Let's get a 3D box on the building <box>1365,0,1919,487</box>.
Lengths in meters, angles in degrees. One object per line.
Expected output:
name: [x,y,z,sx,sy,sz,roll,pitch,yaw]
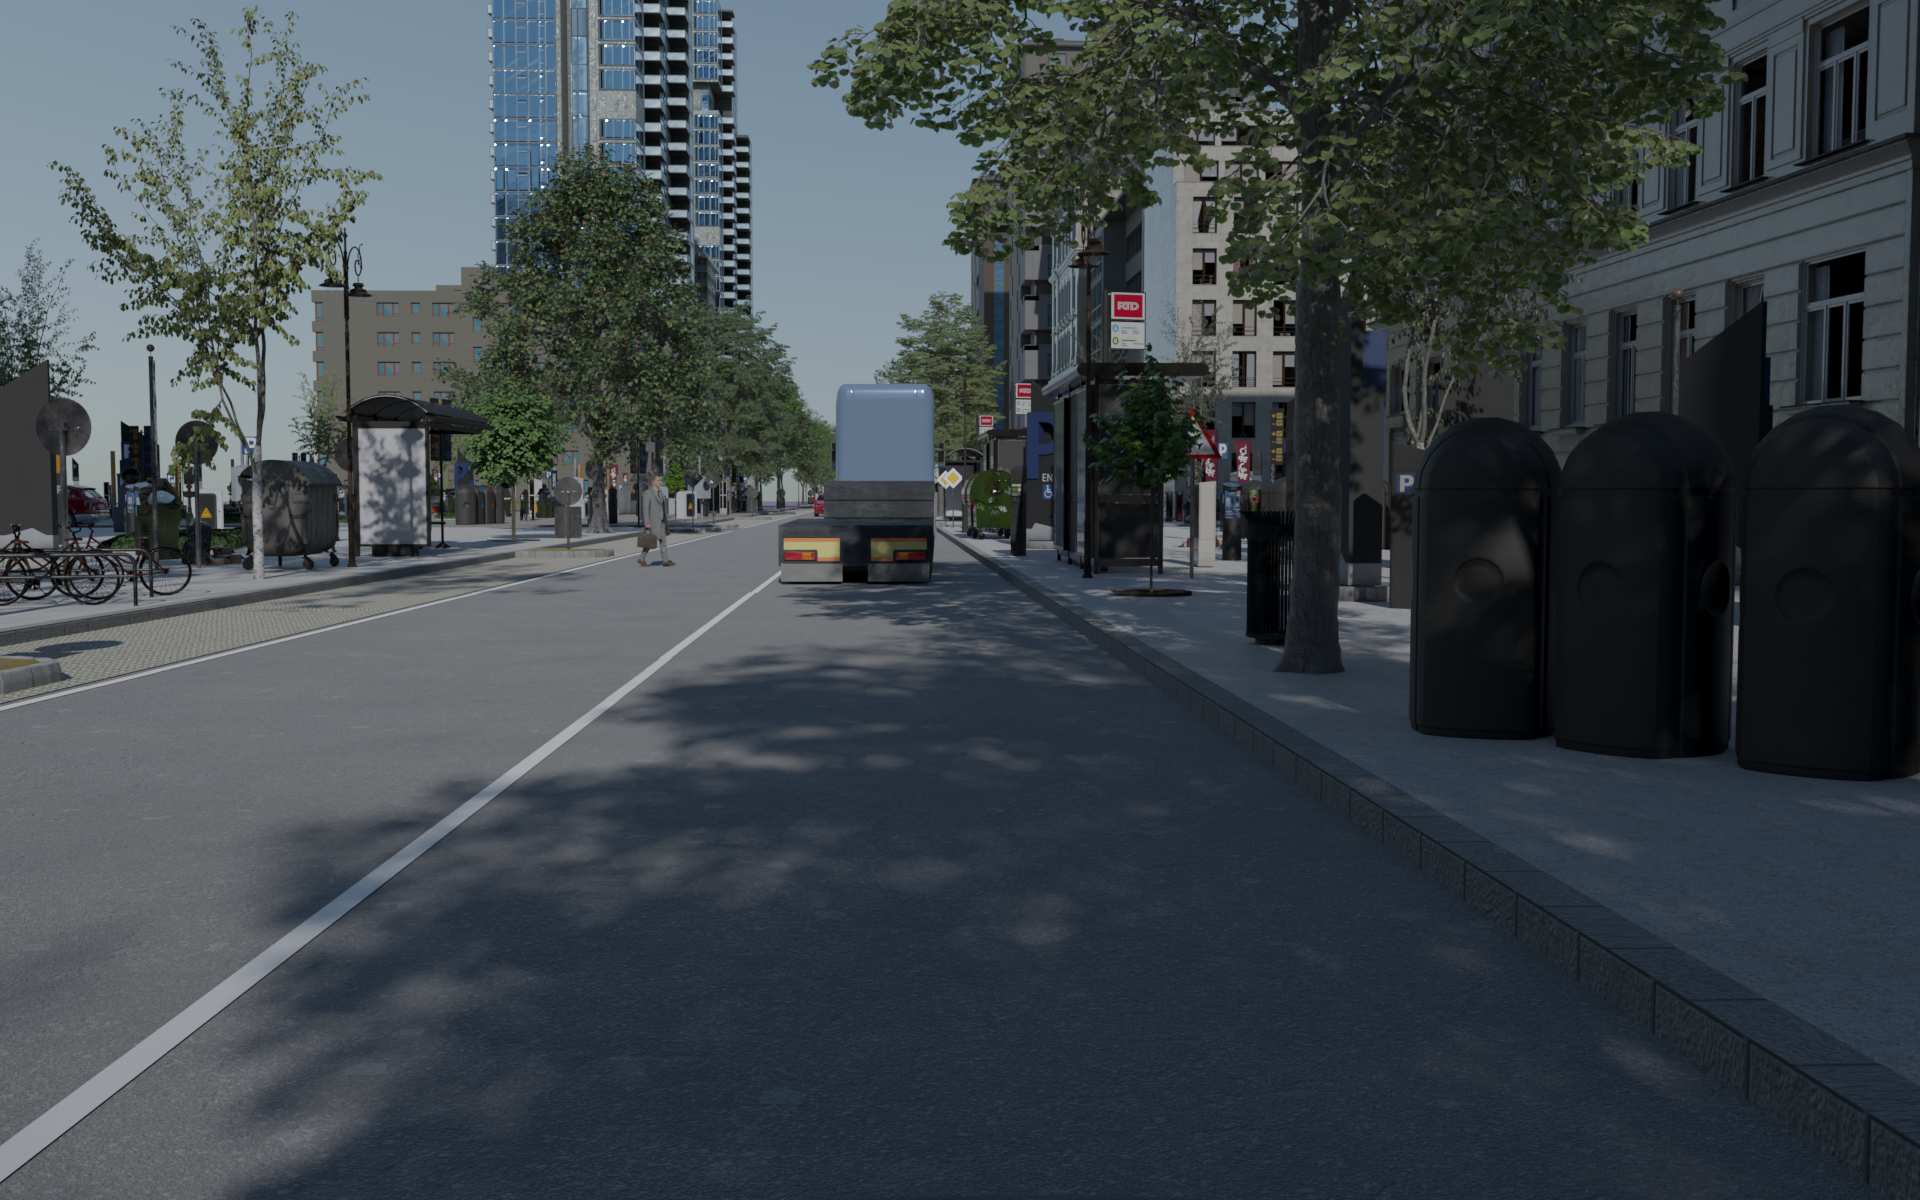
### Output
building: [21.020,-12.666,40.367,16.112,22.955,30.059,0,4,-3]

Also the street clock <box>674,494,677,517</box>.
street clock: [-16.185,-5.768,98.877,0.471,2.002,0.358,0,4,1]

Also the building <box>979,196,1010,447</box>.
building: [10.078,-37.261,259.328,14.600,45.320,14.200,0,4,-3]

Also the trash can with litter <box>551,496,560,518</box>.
trash can with litter: [-22.157,-5.102,94.802,0.624,1.170,1.055,0,4,-5]

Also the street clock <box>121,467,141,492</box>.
street clock: [-22.538,-2.604,47.139,0.471,2.002,0.358,-1,4,-19]

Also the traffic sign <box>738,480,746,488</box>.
traffic sign: [-18.499,-8.943,146.318,0.768,2.556,0.104,0,4,2]

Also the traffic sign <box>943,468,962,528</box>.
traffic sign: [-0.261,-3.805,65.855,0.795,2.450,0.064,0,4,-3]

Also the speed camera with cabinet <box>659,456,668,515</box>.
speed camera with cabinet: [-15.910,-5.905,90.886,0.660,3.252,2.038,-2,4,-28]

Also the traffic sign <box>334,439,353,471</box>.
traffic sign: [-13.767,-2.387,39.141,0.768,2.556,0.104,0,4,6]

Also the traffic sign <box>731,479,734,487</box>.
traffic sign: [-18.238,-8.355,136.703,0.768,2.556,0.104,0,4,1]

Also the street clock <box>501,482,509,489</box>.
street clock: [-27.474,-6.121,104.641,0.471,2.002,0.358,0,4,1]

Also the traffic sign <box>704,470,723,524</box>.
traffic sign: [-10.448,-4.268,73.421,0.795,2.450,0.064,0,4,-3]

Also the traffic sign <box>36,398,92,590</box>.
traffic sign: [-11.905,-1.401,23.012,0.768,2.556,0.104,0,4,5]

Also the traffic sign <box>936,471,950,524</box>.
traffic sign: [-0.612,-4.293,73.832,0.795,2.450,0.064,0,4,-3]

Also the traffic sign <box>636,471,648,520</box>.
traffic sign: [-15.576,-5.157,84.419,0.768,2.556,0.104,0,4,3]

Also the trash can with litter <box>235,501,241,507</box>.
trash can with litter: [-49.765,-6.659,119.924,2.233,1.210,1.678,1,4,14]

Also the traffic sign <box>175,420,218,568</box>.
traffic sign: [-13.176,-1.823,29.908,0.768,2.556,0.104,0,4,3]

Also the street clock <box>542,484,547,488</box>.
street clock: [-29.260,-7.162,121.663,0.358,2.002,0.471,2,4,25]

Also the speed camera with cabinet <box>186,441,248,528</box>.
speed camera with cabinet: [-23.684,-3.746,55.576,2.038,3.252,0.660,-3,4,-36]

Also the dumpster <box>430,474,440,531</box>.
dumpster: [-13.826,-2.460,42.713,1.502,2.255,1.985,0,4,-2]

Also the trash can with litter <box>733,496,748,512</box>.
trash can with litter: [-15.862,-6.998,125.802,1.055,1.170,0.624,2,4,30]

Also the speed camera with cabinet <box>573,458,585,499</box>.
speed camera with cabinet: [-20.947,-6.161,95.068,0.660,3.252,2.038,-1,4,-10]

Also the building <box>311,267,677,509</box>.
building: [-41.674,-19.379,161.882,27.650,21.520,28.899,0,4,-3]

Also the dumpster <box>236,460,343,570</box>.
dumpster: [-11.549,-1.475,29.880,1.264,1.857,1.865,0,4,-3]

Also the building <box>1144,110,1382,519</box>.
building: [18.702,-14.391,90.042,16.860,20.320,10.420,0,4,-3]

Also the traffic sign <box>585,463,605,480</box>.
traffic sign: [-13.617,-3.947,64.634,0.768,2.556,0.104,0,4,5]

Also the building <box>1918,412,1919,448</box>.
building: [37.705,-16.713,91.279,19.932,24.808,12.078,0,4,-3]

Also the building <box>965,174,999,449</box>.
building: [15.805,-42.260,280.181,28.713,52.752,27.495,0,4,-3]

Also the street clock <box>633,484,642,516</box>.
street clock: [-18.687,-5.868,100.506,0.358,2.002,0.471,3,4,36]

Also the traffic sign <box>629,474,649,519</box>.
traffic sign: [-14.202,-4.686,76.627,0.884,2.594,0.081,0,4,5]

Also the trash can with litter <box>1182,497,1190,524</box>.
trash can with litter: [10.034,-3.844,74.236,1.055,1.170,0.624,2,4,32]

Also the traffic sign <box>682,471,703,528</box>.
traffic sign: [-10.096,-3.780,65.444,0.795,2.450,0.064,0,4,-3]

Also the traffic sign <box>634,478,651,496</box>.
traffic sign: [-16.050,-5.355,87.561,0.884,2.594,0.081,0,4,6]

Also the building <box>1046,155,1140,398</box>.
building: [14.505,-21.631,139.576,13.634,28.700,20.117,0,4,-3]

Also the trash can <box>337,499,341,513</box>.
trash can: [-48.136,-7.403,132.687,0.748,1.137,0.748,0,3,0]

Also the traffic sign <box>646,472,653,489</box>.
traffic sign: [-15.950,-5.360,88.820,0.795,2.450,0.064,0,3,0]

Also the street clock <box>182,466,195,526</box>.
street clock: [-20.133,-2.489,45.260,0.358,2.002,0.471,-1,4,-19]

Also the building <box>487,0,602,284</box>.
building: [-39.818,-53.659,190.003,22.319,86.520,31.000,0,4,-3]

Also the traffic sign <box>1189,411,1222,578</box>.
traffic sign: [3.528,-1.609,26.316,0.884,2.594,0.081,0,4,5]

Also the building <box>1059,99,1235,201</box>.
building: [22.776,-29.538,174.833,32.217,40.220,23.993,0,4,-3]

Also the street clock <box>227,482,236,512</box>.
street clock: [-41.449,-5.763,98.792,0.358,2.002,0.471,0,4,-7]

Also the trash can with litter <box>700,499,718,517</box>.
trash can with litter: [-14.285,-5.329,98.517,1.055,1.170,0.624,0,4,-5]

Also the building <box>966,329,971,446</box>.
building: [7.957,-32.407,301.561,14.160,30.474,14.107,0,4,-3]

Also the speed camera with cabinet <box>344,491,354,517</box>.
speed camera with cabinet: [-29.964,-5.689,87.350,2.038,3.252,0.660,0,4,4]

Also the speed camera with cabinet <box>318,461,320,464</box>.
speed camera with cabinet: [-38.457,-6.669,103.377,0.660,3.252,2.038,-1,4,-22]

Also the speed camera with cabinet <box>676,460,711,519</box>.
speed camera with cabinet: [-13.619,-5.763,88.563,0.660,3.252,2.038,2,4,33]

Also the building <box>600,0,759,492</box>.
building: [-43.766,-59.211,280.768,22.319,86.520,31.000,0,4,-3]

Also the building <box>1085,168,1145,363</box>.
building: [16.982,-18.078,114.645,14.314,24.678,30.058,0,4,-3]

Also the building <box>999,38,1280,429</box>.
building: [20.025,-37.364,200.143,28.713,52.752,27.495,0,4,-3]

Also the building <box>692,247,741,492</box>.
building: [-48.674,-34.349,253.484,32.217,40.220,23.993,0,4,-3]
